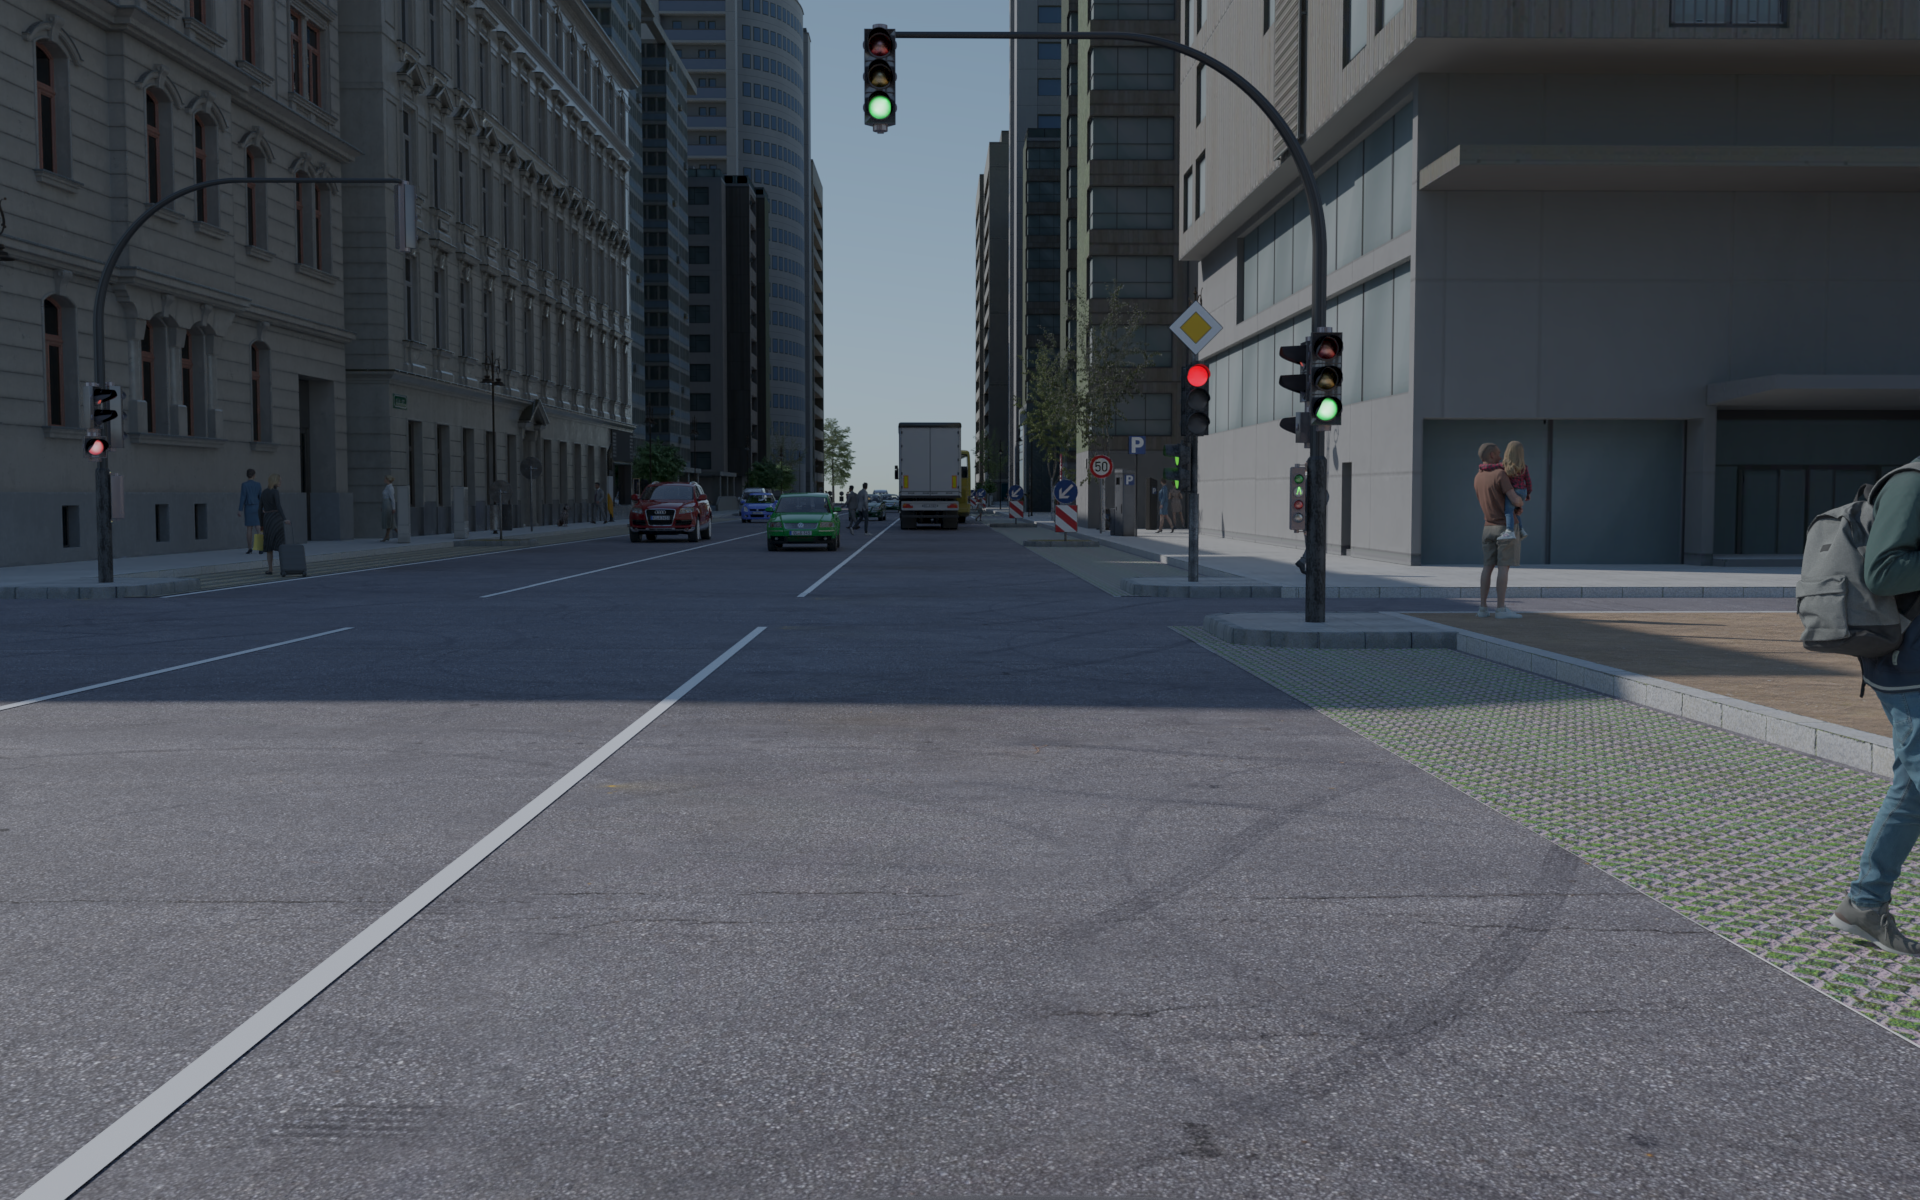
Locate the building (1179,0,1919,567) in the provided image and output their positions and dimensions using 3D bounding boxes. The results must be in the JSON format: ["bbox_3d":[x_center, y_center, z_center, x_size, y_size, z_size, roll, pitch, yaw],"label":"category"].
[{"bbox_3d":[20.083,-27.599,40.486,27.495,52.752,28.713,0,4,-1],"label":"building"}]

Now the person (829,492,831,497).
[{"bbox_3d":[-15.132,-11.631,199.491,0.721,1.723,1.217,1,4,13],"label":"person"}]

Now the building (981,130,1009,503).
[{"bbox_3d":[14.103,-36.912,227.218,21.300,48.544,21.600,0,4,-1],"label":"building"}]

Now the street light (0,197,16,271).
[{"bbox_3d":[-14.440,-3.219,25.422,0.468,5.910,1.993,0,4,-1],"label":"street light"}]

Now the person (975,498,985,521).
[{"bbox_3d":[1.065,-4.729,90.830,0.505,1.210,0.382,-3,5,-43],"label":"person"}]

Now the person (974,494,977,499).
[{"bbox_3d":[2.243,-14.714,249.851,0.421,1.427,0.697,0,4,1],"label":"person"}]

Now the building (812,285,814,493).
[{"bbox_3d":[-26.132,-27.430,220.179,14.160,30.474,14.107,0,4,-1],"label":"building"}]

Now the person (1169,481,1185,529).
[{"bbox_3d":[7.941,-3.488,63.414,0.599,1.781,0.374,1,4,10],"label":"person"}]

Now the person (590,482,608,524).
[{"bbox_3d":[-15.576,-4.184,74.731,0.678,1.792,0.850,3,5,39],"label":"person"}]

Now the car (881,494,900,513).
[{"bbox_3d":[-5.473,-7.516,134.677,2.131,1.459,4.920,0,4,-2],"label":"car"}]

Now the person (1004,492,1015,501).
[{"bbox_3d":[3.545,-6.880,121.727,0.628,1.438,0.799,2,4,26],"label":"person"}]

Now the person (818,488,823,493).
[{"bbox_3d":[-7.508,-5.148,93.070,0.661,1.777,0.834,-1,4,-21],"label":"person"}]

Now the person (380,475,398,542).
[{"bbox_3d":[-15.352,-2.477,46.767,0.641,1.798,0.478,-1,4,-11],"label":"person"}]

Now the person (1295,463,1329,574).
[{"bbox_3d":[5.625,-1.322,27.757,0.679,1.850,0.850,3,5,43],"label":"person"}]

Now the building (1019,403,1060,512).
[{"bbox_3d":[15.958,-49.120,115.787,22.319,86.520,31.000,0,4,-1],"label":"building"}]

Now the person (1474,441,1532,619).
[{"bbox_3d":[5.620,-0.730,17.955,0.580,1.828,0.573,1,4,18],"label":"person"}]

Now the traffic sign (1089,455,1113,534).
[{"bbox_3d":[4.579,-3.433,56.238,0.768,2.556,0.104,0,4,0],"label":"traffic sign"}]

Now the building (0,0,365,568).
[{"bbox_3d":[-23.025,-15.237,36.507,14.401,28.519,23.554,0,4,-1],"label":"building"}]

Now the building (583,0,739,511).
[{"bbox_3d":[-34.430,-27.155,135.858,32.217,40.220,23.993,0,4,-1],"label":"building"}]

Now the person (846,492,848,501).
[{"bbox_3d":[-16.355,-14.929,253.037,0.568,1.767,0.683,1,4,22],"label":"person"}]

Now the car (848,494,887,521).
[{"bbox_3d":[-4.980,-4.989,93.366,2.131,1.459,4.920,0,4,1],"label":"car"}]

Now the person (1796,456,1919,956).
[{"bbox_3d":[2.963,0.202,5.182,0.794,1.824,0.713,-2,4,-28],"label":"person"}]

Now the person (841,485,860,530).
[{"bbox_3d":[-4.344,-3.748,70.056,0.850,1.792,0.678,2,4,35],"label":"person"}]

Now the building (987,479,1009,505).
[{"bbox_3d":[19.574,-31.372,204.808,32.217,40.220,23.993,0,4,-1],"label":"building"}]

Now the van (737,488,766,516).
[{"bbox_3d":[-13.714,-6.602,114.961,2.013,2.044,4.112,0,4,-2],"label":"van"}]

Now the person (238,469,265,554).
[{"bbox_3d":[-15.109,-1.891,36.981,0.581,1.822,0.654,-2,4,-33],"label":"person"}]

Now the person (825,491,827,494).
[{"bbox_3d":[-18.089,-13.887,233.805,1.217,1.735,0.721,3,5,41],"label":"person"}]

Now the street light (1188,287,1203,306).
[{"bbox_3d":[5.251,-4.038,38.809,0.468,5.910,1.993,0,4,-1],"label":"street light"}]

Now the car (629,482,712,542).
[{"bbox_3d":[-8.815,-2.712,53.018,2.281,1.827,5.304,0,4,-2],"label":"car"}]

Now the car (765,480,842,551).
[{"bbox_3d":[-4.036,-2.212,44.969,1.959,1.807,4.718,0,4,-3],"label":"car"}]

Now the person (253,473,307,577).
[{"bbox_3d":[-11.882,-1.313,30.181,0.699,1.804,1.509,-2,4,-30],"label":"person"}]

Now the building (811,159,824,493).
[{"bbox_3d":[-30.058,-37.571,237.984,21.300,48.544,21.600,0,4,-1],"label":"building"}]

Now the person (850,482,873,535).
[{"bbox_3d":[-3.429,-3.174,60.234,0.795,1.843,0.661,-2,4,-30],"label":"person"}]

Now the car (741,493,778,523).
[{"bbox_3d":[-10.047,-4.753,87.310,1.945,1.707,3.694,0,4,-1],"label":"car"}]

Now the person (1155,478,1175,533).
[{"bbox_3d":[6.744,-3.111,56.929,0.654,1.822,0.581,2,4,29],"label":"person"}]

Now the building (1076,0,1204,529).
[{"bbox_3d":[11.643,-23.631,69.959,14.154,41.232,14.086,0,4,-1],"label":"building"}]

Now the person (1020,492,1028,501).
[{"bbox_3d":[4.167,-6.768,117.429,1.217,1.736,0.721,0,4,-3],"label":"person"}]

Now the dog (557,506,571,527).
[{"bbox_3d":[-15.734,-3.319,68.651,0.513,0.831,0.800,-1,4,-20],"label":"dog"}]

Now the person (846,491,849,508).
[{"bbox_3d":[-11.729,-10.584,182.460,0.541,1.710,0.530,2,4,26],"label":"person"}]

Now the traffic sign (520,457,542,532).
[{"bbox_3d":[-14.666,-3.616,59.234,0.768,2.556,0.104,0,4,1],"label":"traffic sign"}]

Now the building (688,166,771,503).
[{"bbox_3d":[-24.764,-23.522,156.286,14.160,30.474,14.107,0,4,-1],"label":"building"}]

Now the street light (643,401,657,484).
[{"bbox_3d":[-15.417,-6.940,86.262,0.468,5.910,1.993,0,4,-1],"label":"street light"}]

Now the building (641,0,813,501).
[{"bbox_3d":[-28.403,-40.095,197.551,21.231,58.520,28.212,0,4,-1],"label":"building"}]

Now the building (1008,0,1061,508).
[{"bbox_3d":[15.022,-37.816,160.297,21.231,58.520,28.212,0,4,-1],"label":"building"}]

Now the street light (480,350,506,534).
[{"bbox_3d":[-14.981,-5.069,55.659,0.468,5.910,1.993,0,4,-1],"label":"street light"}]

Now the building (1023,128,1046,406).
[{"bbox_3d":[11.970,-22.523,139.948,14.160,30.474,14.107,0,4,-1],"label":"building"}]

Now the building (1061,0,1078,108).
[{"bbox_3d":[12.285,-19.677,93.420,14.160,30.474,14.107,0,4,-1],"label":"building"}]

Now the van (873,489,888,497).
[{"bbox_3d":[-7.137,-9.068,155.281,2.013,2.044,4.112,0,4,-2],"label":"van"}]

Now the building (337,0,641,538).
[{"bbox_3d":[-24.672,-17.985,70.470,17.030,29.872,44.131,0,4,-1],"label":"building"}]

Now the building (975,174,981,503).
[{"bbox_3d":[13.145,-38.237,248.868,21.300,48.544,21.600,0,4,-1],"label":"building"}]
